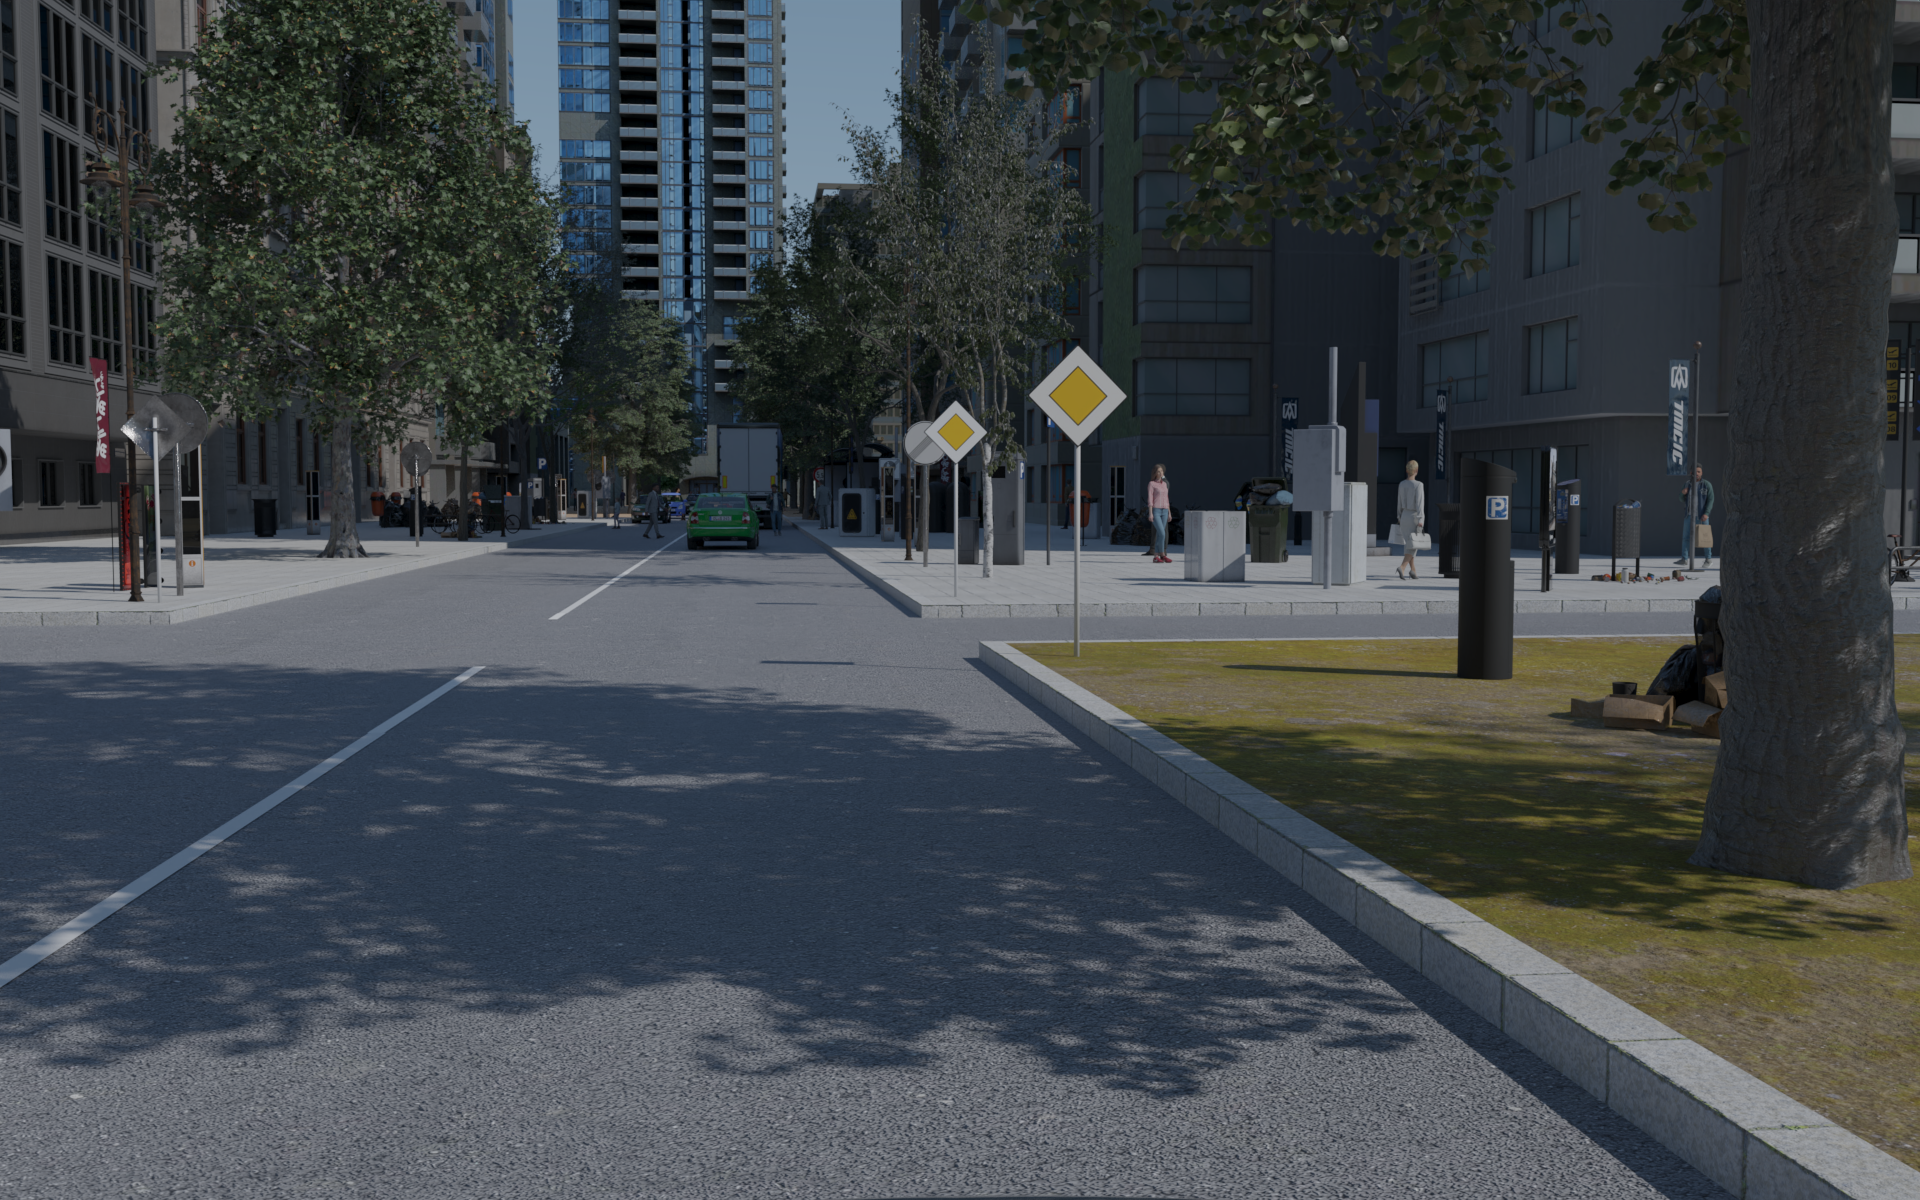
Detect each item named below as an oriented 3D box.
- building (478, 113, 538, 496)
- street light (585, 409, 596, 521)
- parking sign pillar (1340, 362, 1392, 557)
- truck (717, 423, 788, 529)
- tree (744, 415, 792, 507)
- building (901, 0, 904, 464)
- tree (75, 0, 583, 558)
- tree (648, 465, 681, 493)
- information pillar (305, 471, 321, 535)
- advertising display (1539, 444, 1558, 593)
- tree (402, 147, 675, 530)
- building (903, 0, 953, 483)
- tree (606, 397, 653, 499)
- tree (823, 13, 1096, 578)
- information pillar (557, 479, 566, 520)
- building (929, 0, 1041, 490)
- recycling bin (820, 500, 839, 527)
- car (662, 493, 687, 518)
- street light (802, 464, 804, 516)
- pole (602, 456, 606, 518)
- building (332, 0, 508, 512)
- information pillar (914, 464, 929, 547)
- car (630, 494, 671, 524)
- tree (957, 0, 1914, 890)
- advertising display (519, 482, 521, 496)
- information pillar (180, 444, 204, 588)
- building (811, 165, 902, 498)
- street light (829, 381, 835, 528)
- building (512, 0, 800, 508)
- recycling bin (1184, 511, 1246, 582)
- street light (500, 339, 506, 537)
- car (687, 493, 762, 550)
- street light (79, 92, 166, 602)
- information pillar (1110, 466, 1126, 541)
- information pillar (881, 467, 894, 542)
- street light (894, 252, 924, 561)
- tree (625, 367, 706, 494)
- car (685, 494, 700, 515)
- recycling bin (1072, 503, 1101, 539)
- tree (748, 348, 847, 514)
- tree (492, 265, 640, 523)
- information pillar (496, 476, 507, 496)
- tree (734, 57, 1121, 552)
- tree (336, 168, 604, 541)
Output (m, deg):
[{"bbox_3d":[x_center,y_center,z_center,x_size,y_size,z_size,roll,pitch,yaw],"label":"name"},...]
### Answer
[{"bbox_3d":[-39.855,-21.911,129.940,14.160,30.474,14.107,0,4,-7],"label":"building"},{"bbox_3d":[-17.642,-6.743,83.029,0.468,5.910,1.993,0,4,-7],"label":"street light"},{"bbox_3d":[8.303,-2.914,36.113,1.447,3.967,1.447,0,4,-4],"label":"parking sign pillar"},{"bbox_3d":[-8.814,-5.193,73.814,2.839,4.237,11.283,0,4,-5],"label":"truck"},{"bbox_3d":[-16.409,-15.740,167.723,12.009,13.543,11.850,0,3,0],"label":"tree"},{"bbox_3d":[3.665,-43.714,152.971,20.563,71.187,20.611,0,4,-7],"label":"building"},{"bbox_3d":[-12.356,-7.188,34.537,9.611,12.733,9.660,0,3,0],"label":"tree"},{"bbox_3d":[-28.820,-11.341,169.136,4.285,4.588,4.351,0,3,0],"label":"tree"},{"bbox_3d":[-20.346,-3.056,54.463,0.304,2.012,0.304,3,4,37],"label":"information pillar"},{"bbox_3d":[7.785,-1.083,22.923,0.123,1.923,0.974,2,4,24],"label":"advertising display"},{"bbox_3d":[-15.659,-9.262,61.809,12.009,13.543,11.850,0,3,0],"label":"tree"},{"bbox_3d":[3.047,-29.729,136.183,14.600,45.320,14.200,0,4,-7],"label":"building"},{"bbox_3d":[-24.124,-10.865,128.006,4.737,8.622,4.395,0,3,0],"label":"tree"},{"bbox_3d":[0.232,-4.638,26.199,4.360,8.622,3.978,0,3,0],"label":"tree"},{"bbox_3d":[-19.632,-4.948,85.384,0.304,2.012,0.304,3,5,42],"label":"information pillar"},{"bbox_3d":[10.489,-30.267,114.466,23.786,49.044,30.456,0,4,-7],"label":"building"},{"bbox_3d":[-5.043,-3.399,68.119,0.722,1.027,0.722,1,4,23],"label":"recycling bin"},{"bbox_3d":[-17.048,-5.661,102.144,1.945,1.707,3.694,-1,4,-8],"label":"car"},{"bbox_3d":[-8.675,-7.522,95.776,0.468,5.910,1.993,0,4,-7],"label":"street light"},{"bbox_3d":[-19.226,-6.104,93.640,0.158,3.312,0.155,0,3,0],"label":"pole"},{"bbox_3d":[-41.524,-29.795,106.763,23.786,49.044,30.456,0,4,-7],"label":"building"},{"bbox_3d":[-0.935,-2.301,42.120,0.304,2.012,0.304,1,4,11],"label":"information pillar"},{"bbox_3d":[-15.164,-4.606,85.097,2.009,1.686,4.222,0,4,-6],"label":"car"},{"bbox_3d":[3.006,-6.046,5.512,9.857,13.997,8.962,0,3,0],"label":"tree"},{"bbox_3d":[-23.081,-5.334,92.429,0.974,1.923,0.123,1,4,17],"label":"advertising display"},{"bbox_3d":[-10.544,-1.174,23.679,0.304,2.012,0.304,-2,4,-34],"label":"information pillar"},{"bbox_3d":[-5.749,-31.441,205.948,23.993,40.220,32.217,0,4,-7],"label":"building"},{"bbox_3d":[-4.765,-5.610,64.518,0.468,5.910,1.993,0,4,-7],"label":"street light"},{"bbox_3d":[-32.856,-54.015,195.809,31.000,86.520,22.319,0,4,-7],"label":"building"},{"bbox_3d":[3.754,-0.794,25.538,0.722,1.027,0.722,-1,4,-12],"label":"recycling bin"},{"bbox_3d":[-13.703,-4.831,51.774,0.468,5.910,1.993,0,4,-7],"label":"street light"},{"bbox_3d":[-6.270,-2.282,46.103,1.959,1.807,4.718,0,4,-5],"label":"car"},{"bbox_3d":[-9.841,-2.919,20.510,0.468,5.910,1.993,0,4,-7],"label":"street light"},{"bbox_3d":[4.112,-2.491,45.216,0.304,2.012,0.304,-2,4,-26],"label":"information pillar"},{"bbox_3d":[-1.951,-2.583,46.729,0.304,2.012,0.304,-1,4,-18],"label":"information pillar"},{"bbox_3d":[-0.991,-3.698,33.243,0.468,5.910,1.993,0,4,-7],"label":"street light"},{"bbox_3d":[-25.725,-14.177,149.916,7.486,12.596,7.792,0,3,0],"label":"tree"},{"bbox_3d":[-18.483,-6.833,121.508,2.009,1.686,4.222,0,4,-6],"label":"car"},{"bbox_3d":[3.626,-2.269,49.647,0.722,1.027,0.722,1,4,14],"label":"recycling bin"},{"bbox_3d":[-10.150,-11.434,112.696,9.928,11.665,9.643,0,3,0],"label":"tree"},{"bbox_3d":[-18.066,-9.181,75.857,9.928,11.665,9.643,0,3,0],"label":"tree"},{"bbox_3d":[-18.511,-4.003,69.945,0.304,2.012,0.304,2,4,29],"label":"information pillar"},{"bbox_3d":[-0.864,-6.333,37.956,8.767,10.594,7.601,0,4,-1],"label":"tree"},{"bbox_3d":[-13.635,-6.874,46.810,8.767,10.594,7.601,0,4,-2],"label":"tree"}]
